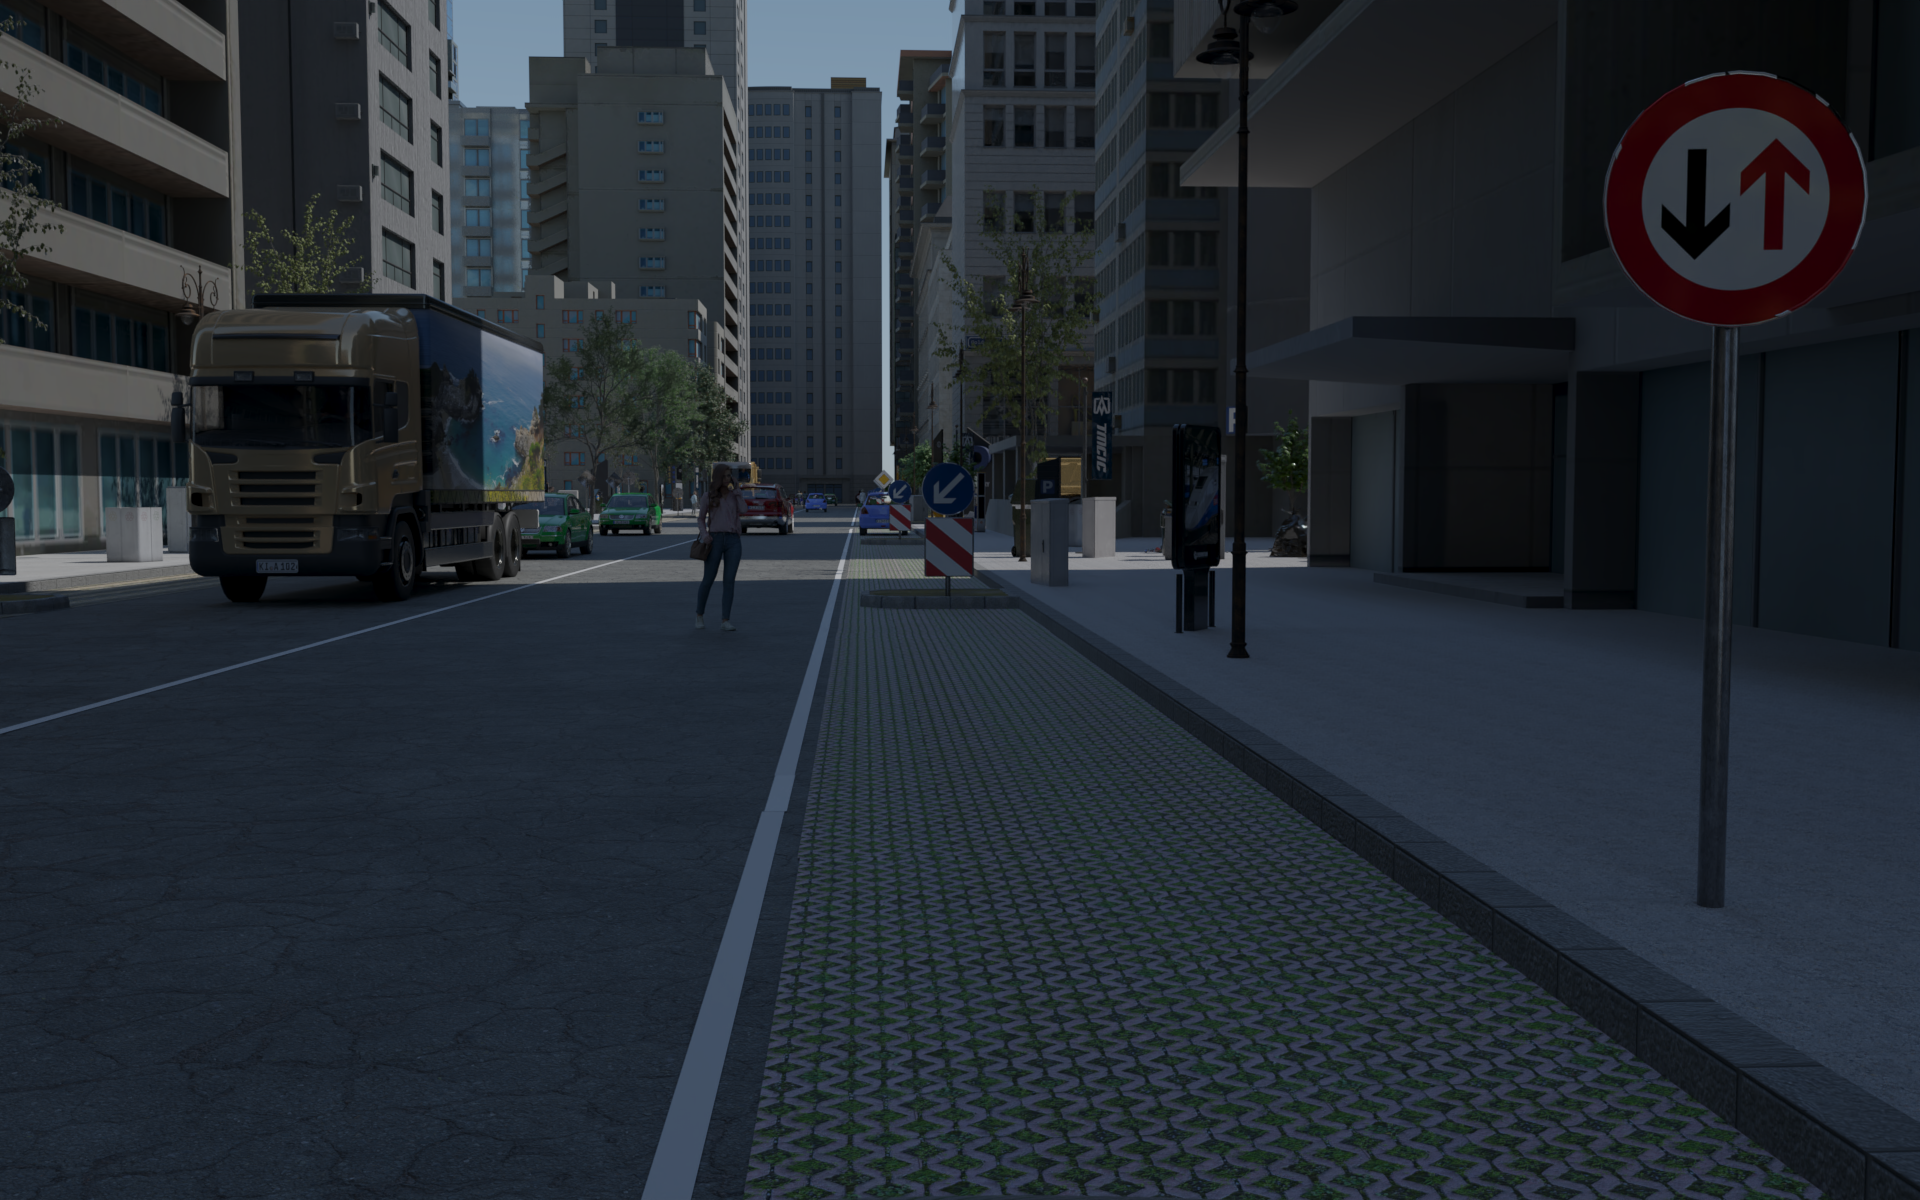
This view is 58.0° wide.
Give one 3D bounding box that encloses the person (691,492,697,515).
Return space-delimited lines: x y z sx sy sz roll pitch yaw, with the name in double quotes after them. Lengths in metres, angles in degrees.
-18.177 -6.623 118.593 0.330 1.601 0.589 -3 4 -37 "person"

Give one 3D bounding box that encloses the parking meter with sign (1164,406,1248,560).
4.799 -2.303 33.907 1.738 3.016 0.543 -2 4 -34 "parking meter with sign"

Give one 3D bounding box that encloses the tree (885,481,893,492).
-8.730 -13.007 207.259 1.663 3.219 1.824 0 3 0 "tree"

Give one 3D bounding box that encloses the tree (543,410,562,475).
-34.133 -11.546 139.133 4.360 8.622 3.978 0 3 0 "tree"

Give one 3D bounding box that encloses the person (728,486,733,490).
-10.393 -4.269 78.469 0.661 1.801 0.590 1 4 15 "person"

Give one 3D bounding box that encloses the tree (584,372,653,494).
-20.102 -9.275 102.015 4.360 8.622 3.978 0 3 0 "tree"

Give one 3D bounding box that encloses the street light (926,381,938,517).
-1.137 -6.003 70.943 0.468 5.910 1.993 0 4 -3 "street light"

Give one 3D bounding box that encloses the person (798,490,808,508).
-15.529 -10.088 173.529 1.350 1.814 0.705 0 4 -1 "person"

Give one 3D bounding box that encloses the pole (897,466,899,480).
-4.444 -7.968 124.114 0.158 3.312 0.155 0 3 0 "pole"

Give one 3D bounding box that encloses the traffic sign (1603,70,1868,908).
2.342 -0.319 5.325 0.768 2.556 0.104 0 4 6 "traffic sign"

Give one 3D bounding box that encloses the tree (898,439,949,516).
-1.840 -7.186 101.206 4.285 4.588 4.351 0 3 0 "tree"

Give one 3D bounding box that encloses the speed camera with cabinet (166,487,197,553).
-16.708 -2.706 38.575 0.660 3.252 2.038 1 4 19 "speed camera with cabinet"

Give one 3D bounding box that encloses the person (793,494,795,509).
-15.685 -9.305 163.897 0.557 1.426 1.065 0 4 -4 "person"

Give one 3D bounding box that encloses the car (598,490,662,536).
-11.644 -3.210 61.285 1.959 1.807 4.718 0 4 -3 "car"

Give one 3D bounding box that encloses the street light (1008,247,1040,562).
1.190 -3.664 32.689 0.468 5.910 1.993 0 4 -3 "street light"

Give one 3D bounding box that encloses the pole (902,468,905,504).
-4.441 -8.687 135.874 0.158 3.312 0.155 0 3 0 "pole"

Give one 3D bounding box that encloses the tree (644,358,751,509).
-22.354 -14.012 146.098 9.611 12.733 9.660 0 3 0 "tree"

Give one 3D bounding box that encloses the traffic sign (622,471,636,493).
-18.438 -5.896 96.503 0.768 2.556 0.104 0 4 1 "traffic sign"

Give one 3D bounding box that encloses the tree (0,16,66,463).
-14.935 -4.570 25.076 4.360 8.622 3.978 0 3 0 "tree"

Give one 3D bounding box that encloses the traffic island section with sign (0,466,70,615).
-12.112 -0.764 21.121 1.989 1.847 2.006 0 4 -3 "traffic island section with sign"

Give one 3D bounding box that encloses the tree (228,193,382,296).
-16.382 -5.686 43.322 4.737 8.622 4.395 0 3 0 "tree"

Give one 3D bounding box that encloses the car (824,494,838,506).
-15.714 -12.039 208.631 2.131 1.459 4.920 0 4 -2 "car"

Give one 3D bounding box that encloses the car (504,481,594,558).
-9.637 -1.904 39.923 1.959 1.807 4.718 0 4 -2 "car"

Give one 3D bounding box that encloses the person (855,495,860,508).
-10.726 -10.488 183.162 0.799 1.438 0.628 1 4 15 "person"

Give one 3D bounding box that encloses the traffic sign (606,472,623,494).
-15.719 -4.598 78.812 0.795 2.450 0.064 0 4 -3 "traffic sign"

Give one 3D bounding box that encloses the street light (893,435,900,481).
-4.767 -9.902 134.680 0.468 5.910 1.993 0 4 -3 "street light"

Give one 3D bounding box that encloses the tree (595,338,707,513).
-20.389 -11.608 115.539 9.928 11.665 9.643 0 3 0 "tree"

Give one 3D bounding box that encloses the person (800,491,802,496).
-20.814 -13.325 226.456 1.348 1.812 0.705 0 4 1 "person"

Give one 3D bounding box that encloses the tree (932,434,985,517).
-0.157 -3.730 55.579 1.663 3.219 1.824 0 3 0 "tree"

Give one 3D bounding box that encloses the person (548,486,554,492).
-17.635 -4.052 75.085 0.374 1.781 0.599 -3 5 -39 "person"

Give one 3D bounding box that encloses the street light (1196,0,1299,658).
2.184 -2.485 13.418 0.468 5.910 1.993 0 4 -3 "street light"

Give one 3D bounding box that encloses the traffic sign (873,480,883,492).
-3.593 -4.639 79.482 0.795 2.450 0.064 0 4 -3 "traffic sign"

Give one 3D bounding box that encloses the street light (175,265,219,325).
-15.340 -3.813 35.130 0.468 5.910 1.993 0 4 -3 "street light"

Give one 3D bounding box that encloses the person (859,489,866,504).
-8.543 -8.829 152.726 0.514 1.842 0.818 -3 5 -43 "person"

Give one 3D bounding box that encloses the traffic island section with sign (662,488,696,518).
-16.819 -5.800 103.454 1.989 1.847 2.006 0 4 -3 "traffic island section with sign"

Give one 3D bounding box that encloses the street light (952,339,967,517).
0.039 -4.834 51.817 0.468 5.910 1.993 0 4 -3 "street light"

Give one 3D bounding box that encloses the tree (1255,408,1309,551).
7.449 -2.721 39.088 1.663 3.219 1.824 0 3 0 "tree"

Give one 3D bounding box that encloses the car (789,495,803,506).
-20.516 -12.426 215.750 1.945 1.354 3.894 0 4 -1 "car"

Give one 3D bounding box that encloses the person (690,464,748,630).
-2.581 -0.566 18.345 0.593 1.750 0.643 -1 4 -20 "person"

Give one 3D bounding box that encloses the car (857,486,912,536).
-2.652 -3.117 60.555 1.945 1.707 3.694 0 4 -2 "car"

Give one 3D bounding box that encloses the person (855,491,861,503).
-11.164 -11.304 193.287 1.348 1.831 0.705 2 4 24 "person"

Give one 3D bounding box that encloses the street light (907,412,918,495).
-2.551 -7.562 96.420 0.468 5.910 1.993 0 4 -3 "street light"

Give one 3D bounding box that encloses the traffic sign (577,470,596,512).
-15.263 -4.110 70.839 0.795 2.450 0.064 0 4 -3 "traffic sign"

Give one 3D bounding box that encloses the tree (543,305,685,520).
-18.075 -9.247 85.597 7.601 10.594 8.767 2 4 32 "tree"

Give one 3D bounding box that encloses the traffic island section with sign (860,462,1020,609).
-0.294 -0.841 22.372 1.989 1.847 2.006 0 4 -3 "traffic island section with sign"

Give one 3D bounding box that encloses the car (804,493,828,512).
-11.371 -7.790 136.954 1.945 1.707 3.694 0 4 -5 "car"

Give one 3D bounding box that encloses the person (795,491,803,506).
-19.498 -12.290 209.530 1.350 1.814 0.705 -2 4 -25 "person"

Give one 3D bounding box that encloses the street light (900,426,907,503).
-3.582 -8.732 115.555 0.468 5.910 1.993 0 4 -3 "street light"

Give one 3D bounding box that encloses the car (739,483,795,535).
-7.101 -3.274 62.200 2.281 1.827 5.304 0 4 -2 "car"

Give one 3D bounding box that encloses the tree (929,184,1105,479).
1.547 -5.505 40.369 4.737 8.622 4.395 0 3 0 "tree"

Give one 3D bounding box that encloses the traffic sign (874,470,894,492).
-3.137 -4.151 71.510 0.795 2.450 0.064 0 4 -3 "traffic sign"
